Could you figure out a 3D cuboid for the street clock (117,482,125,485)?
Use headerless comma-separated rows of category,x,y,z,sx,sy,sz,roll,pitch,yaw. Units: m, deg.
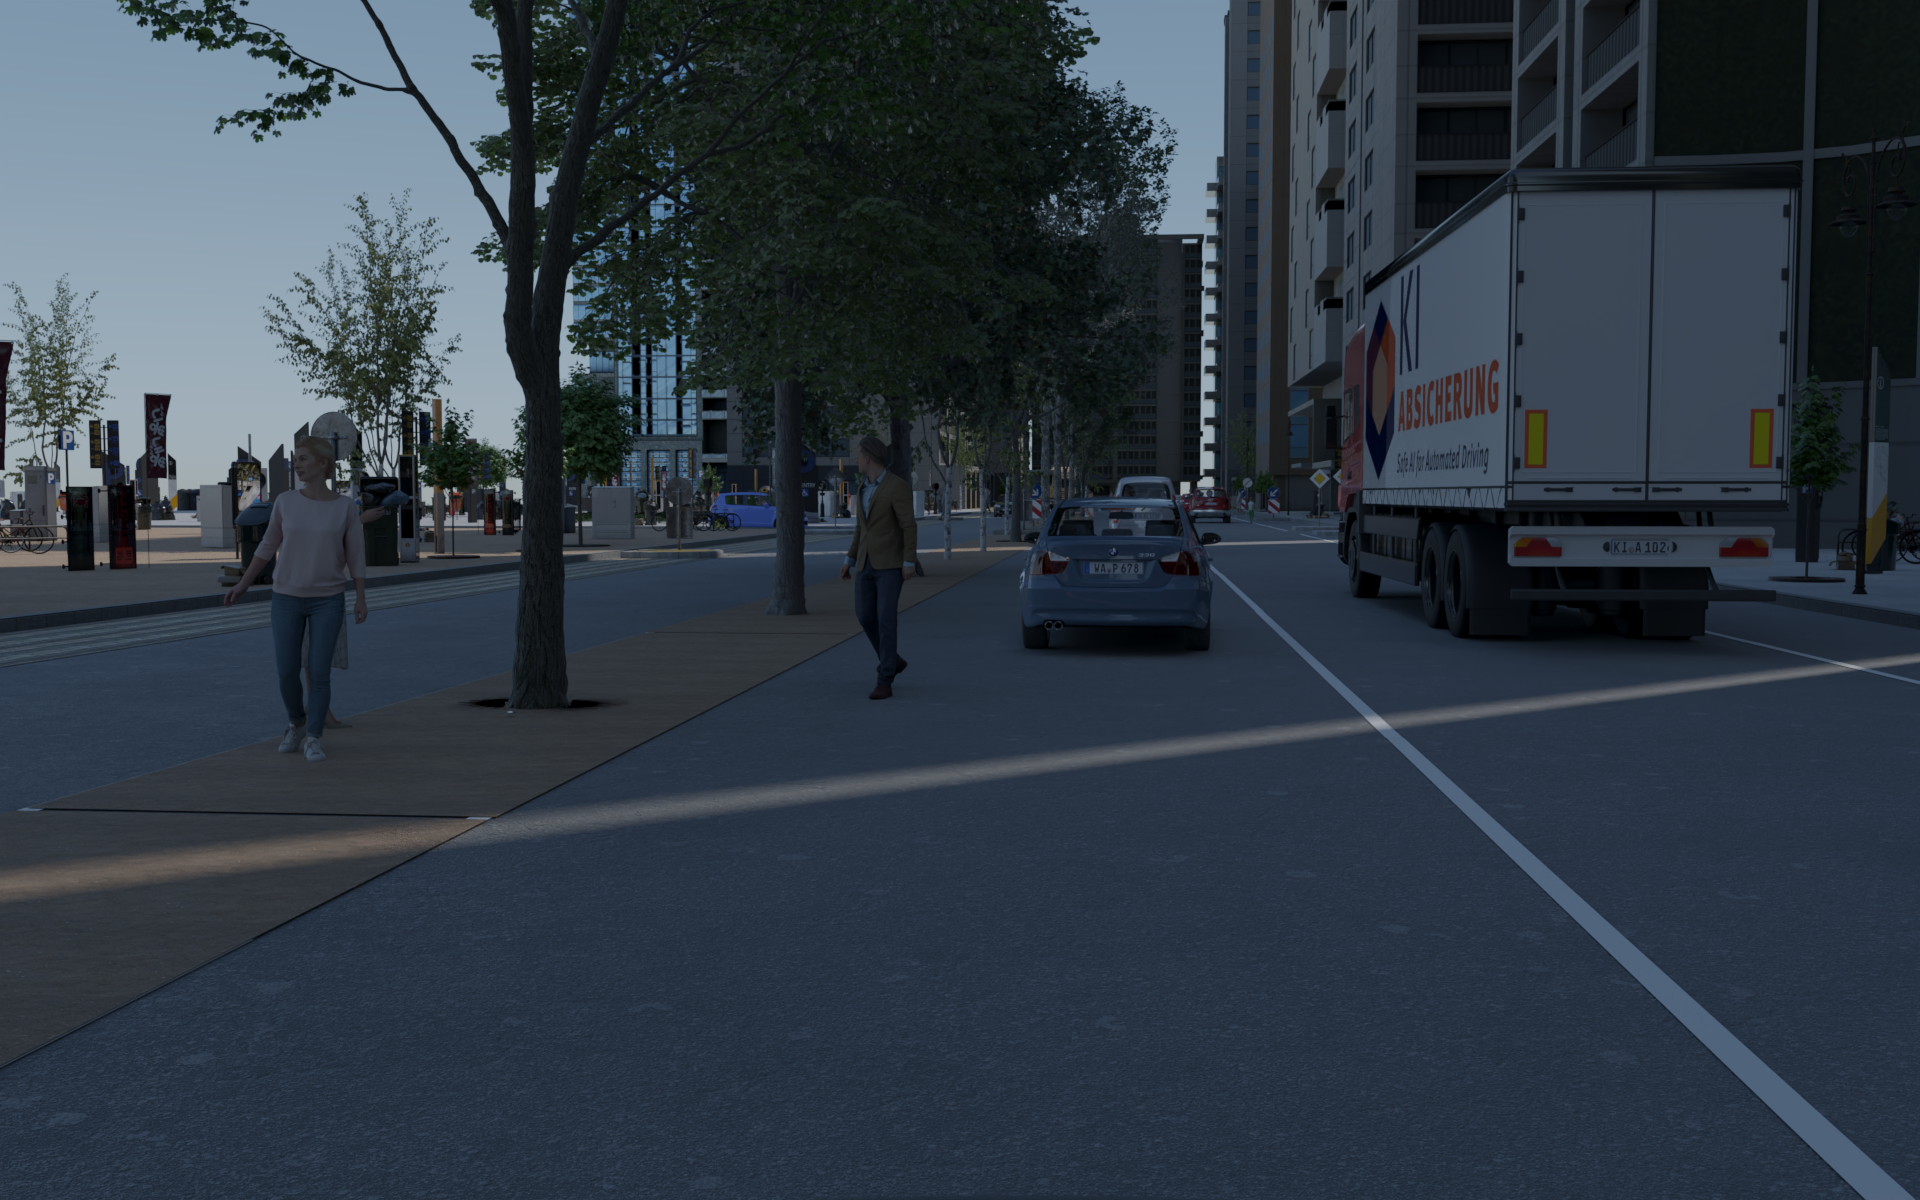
street clock,-50.648,-6.116,104.570,0.471,2.002,0.358,-1,4,-21

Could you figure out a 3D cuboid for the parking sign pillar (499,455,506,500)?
parking sign pillar,-31.313,-7.956,118.551,1.447,3.967,1.447,-1,4,-12

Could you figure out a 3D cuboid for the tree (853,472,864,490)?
tree,-4.517,-5.636,86.748,1.663,3.219,1.824,0,3,0

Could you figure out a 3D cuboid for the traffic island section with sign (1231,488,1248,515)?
traffic island section with sign,19.380,-6.832,120.333,1.989,1.847,2.006,0,4,6

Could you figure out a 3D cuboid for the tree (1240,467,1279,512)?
tree,22.087,-8.136,127.625,1.663,3.219,1.824,0,3,0

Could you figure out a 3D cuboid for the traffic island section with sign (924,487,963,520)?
traffic island section with sign,-0.853,-5.262,94.661,1.989,1.847,2.006,0,4,6

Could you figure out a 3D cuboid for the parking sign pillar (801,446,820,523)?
parking sign pillar,-6.924,-5.373,76.326,1.447,3.967,1.447,-2,4,-28

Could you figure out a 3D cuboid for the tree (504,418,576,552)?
tree,-9.223,-2.671,38.267,1.663,3.219,1.824,0,3,0

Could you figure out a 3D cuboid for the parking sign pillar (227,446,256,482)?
parking sign pillar,-39.924,-6.653,97.242,1.447,3.967,1.447,0,4,3

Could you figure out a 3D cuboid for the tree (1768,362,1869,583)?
tree,12.606,-1.888,25.469,1.663,3.219,1.824,0,3,0

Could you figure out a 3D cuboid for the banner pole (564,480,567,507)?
banner pole,-32.474,-9.258,141.382,0.401,3.779,0.863,3,5,41

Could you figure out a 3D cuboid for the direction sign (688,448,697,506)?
direction sign,-13.140,-5.696,85.121,0.379,3.537,0.876,1,4,16

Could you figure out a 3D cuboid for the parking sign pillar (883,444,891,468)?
parking sign pillar,-4.113,-6.181,89.527,1.447,3.967,1.447,-1,4,-18

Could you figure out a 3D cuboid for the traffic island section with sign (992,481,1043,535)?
traffic island section with sign,2.224,-3.261,61.450,2.006,1.907,1.989,0,4,6

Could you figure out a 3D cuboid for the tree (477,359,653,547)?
tree,-9.228,-3.589,42.398,4.285,4.588,4.351,0,3,0

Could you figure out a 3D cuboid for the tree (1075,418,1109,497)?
tree,9.229,-10.655,127.023,4.360,8.622,3.978,0,3,0

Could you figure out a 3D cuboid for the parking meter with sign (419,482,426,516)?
parking meter with sign,-31.313,-6.320,99.598,1.738,3.016,0.543,3,5,44

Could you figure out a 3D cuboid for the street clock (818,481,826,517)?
street clock,-7.598,-5.568,95.611,0.358,2.002,0.471,-2,4,-35

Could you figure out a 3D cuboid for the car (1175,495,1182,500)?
car,16.428,-7.372,132.886,2.083,1.381,4.827,0,4,7

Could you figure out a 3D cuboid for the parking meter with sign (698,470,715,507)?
parking meter with sign,-18.429,-8.014,127.290,0.543,3.016,1.738,2,4,32

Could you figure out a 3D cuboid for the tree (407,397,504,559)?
tree,-10.180,-2.450,34.654,1.663,3.219,1.824,0,3,0

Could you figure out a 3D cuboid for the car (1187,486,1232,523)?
car,12.522,-4.783,86.875,2.281,1.827,5.304,0,4,7

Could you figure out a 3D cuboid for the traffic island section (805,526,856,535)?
traffic island section,-4.470,-2.422,61.883,2.009,0.180,2.903,0,4,6

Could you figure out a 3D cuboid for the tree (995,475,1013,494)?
tree,4.203,-10.800,171.174,1.663,3.219,1.824,0,3,0

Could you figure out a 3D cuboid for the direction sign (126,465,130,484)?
direction sign,-65.800,-8.845,136.618,0.379,3.537,0.876,1,4,18

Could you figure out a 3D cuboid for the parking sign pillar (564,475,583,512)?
parking sign pillar,-27.984,-8.359,125.149,1.447,3.967,1.447,2,4,30

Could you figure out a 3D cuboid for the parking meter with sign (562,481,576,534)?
parking meter with sign,-13.158,-3.660,56.099,0.543,3.016,1.738,2,4,25

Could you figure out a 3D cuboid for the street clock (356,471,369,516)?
street clock,-19.072,-3.102,55.287,0.471,2.002,0.358,2,4,30

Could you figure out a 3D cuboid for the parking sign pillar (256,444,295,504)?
parking sign pillar,-36.634,-6.404,93.171,1.447,3.967,1.447,3,4,37

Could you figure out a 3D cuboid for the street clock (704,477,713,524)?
street clock,-10.906,-4.310,75.034,0.358,2.002,0.471,1,4,15

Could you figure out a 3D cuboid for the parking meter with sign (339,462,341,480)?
parking meter with sign,-33.337,-6.077,95.613,1.738,3.016,0.543,-1,4,-14

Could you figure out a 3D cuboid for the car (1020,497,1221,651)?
car,1.597,-0.320,17.235,2.014,1.417,4.499,0,4,7

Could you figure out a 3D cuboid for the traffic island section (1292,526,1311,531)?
traffic island section,14.127,-2.799,68.047,2.009,0.180,2.903,0,4,6

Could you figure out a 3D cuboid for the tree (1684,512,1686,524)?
tree,13.198,-2.260,31.560,1.663,3.219,1.824,0,3,0

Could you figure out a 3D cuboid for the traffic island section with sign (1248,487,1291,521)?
traffic island section with sign,16.595,-5.131,92.523,1.989,1.847,2.006,0,4,6

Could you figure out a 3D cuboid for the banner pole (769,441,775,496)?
banner pole,-8.865,-5.639,82.217,0.401,3.779,0.863,-3,5,-44

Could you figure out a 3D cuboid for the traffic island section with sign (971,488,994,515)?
traffic island section with sign,1.821,-6.904,121.503,1.989,1.847,2.006,0,4,6

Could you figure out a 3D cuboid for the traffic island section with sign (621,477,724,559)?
traffic island section with sign,-6.421,-1.862,39.077,1.989,1.847,2.006,0,4,6

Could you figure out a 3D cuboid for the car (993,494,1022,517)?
car,3.104,-6.020,108.214,2.009,1.686,4.222,0,4,7

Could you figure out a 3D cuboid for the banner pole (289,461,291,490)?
banner pole,-44.942,-7.681,115.595,0.863,3.779,0.401,0,4,2

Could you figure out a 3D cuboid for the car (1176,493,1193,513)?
car,14.622,-6.115,109.021,2.155,1.783,4.494,0,4,6

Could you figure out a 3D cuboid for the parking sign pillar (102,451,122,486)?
parking sign pillar,-52.964,-7.339,108.460,1.447,3.967,1.447,-3,4,-38

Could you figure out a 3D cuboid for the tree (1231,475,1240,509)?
tree,24.505,-9.558,150.875,1.663,3.219,1.824,0,3,0

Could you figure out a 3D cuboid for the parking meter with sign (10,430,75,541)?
parking meter with sign,-25.128,-3.123,47.326,1.738,3.016,0.543,1,4,10

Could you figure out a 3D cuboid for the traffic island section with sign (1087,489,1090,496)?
traffic island section with sign,10.449,-8.284,143.586,2.006,1.907,1.989,0,4,6

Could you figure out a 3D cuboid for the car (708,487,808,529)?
car,-7.526,-3.370,64.695,3.694,1.707,1.945,0,4,6

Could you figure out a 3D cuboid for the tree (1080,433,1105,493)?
tree,9.360,-10.958,131.986,4.737,8.622,4.395,0,3,0

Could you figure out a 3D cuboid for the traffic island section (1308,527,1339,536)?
traffic island section,13.332,-2.313,60.102,2.009,0.180,2.903,0,4,6

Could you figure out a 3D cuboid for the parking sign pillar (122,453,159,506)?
parking sign pillar,-42.238,-6.207,89.949,1.447,3.967,1.447,1,4,12

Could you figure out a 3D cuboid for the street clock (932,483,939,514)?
street clock,-1.536,-6.379,108.863,0.358,2.002,0.471,3,5,41

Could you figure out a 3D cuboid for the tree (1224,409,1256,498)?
tree,24.469,-12.038,147.186,4.737,8.622,4.395,0,3,0
